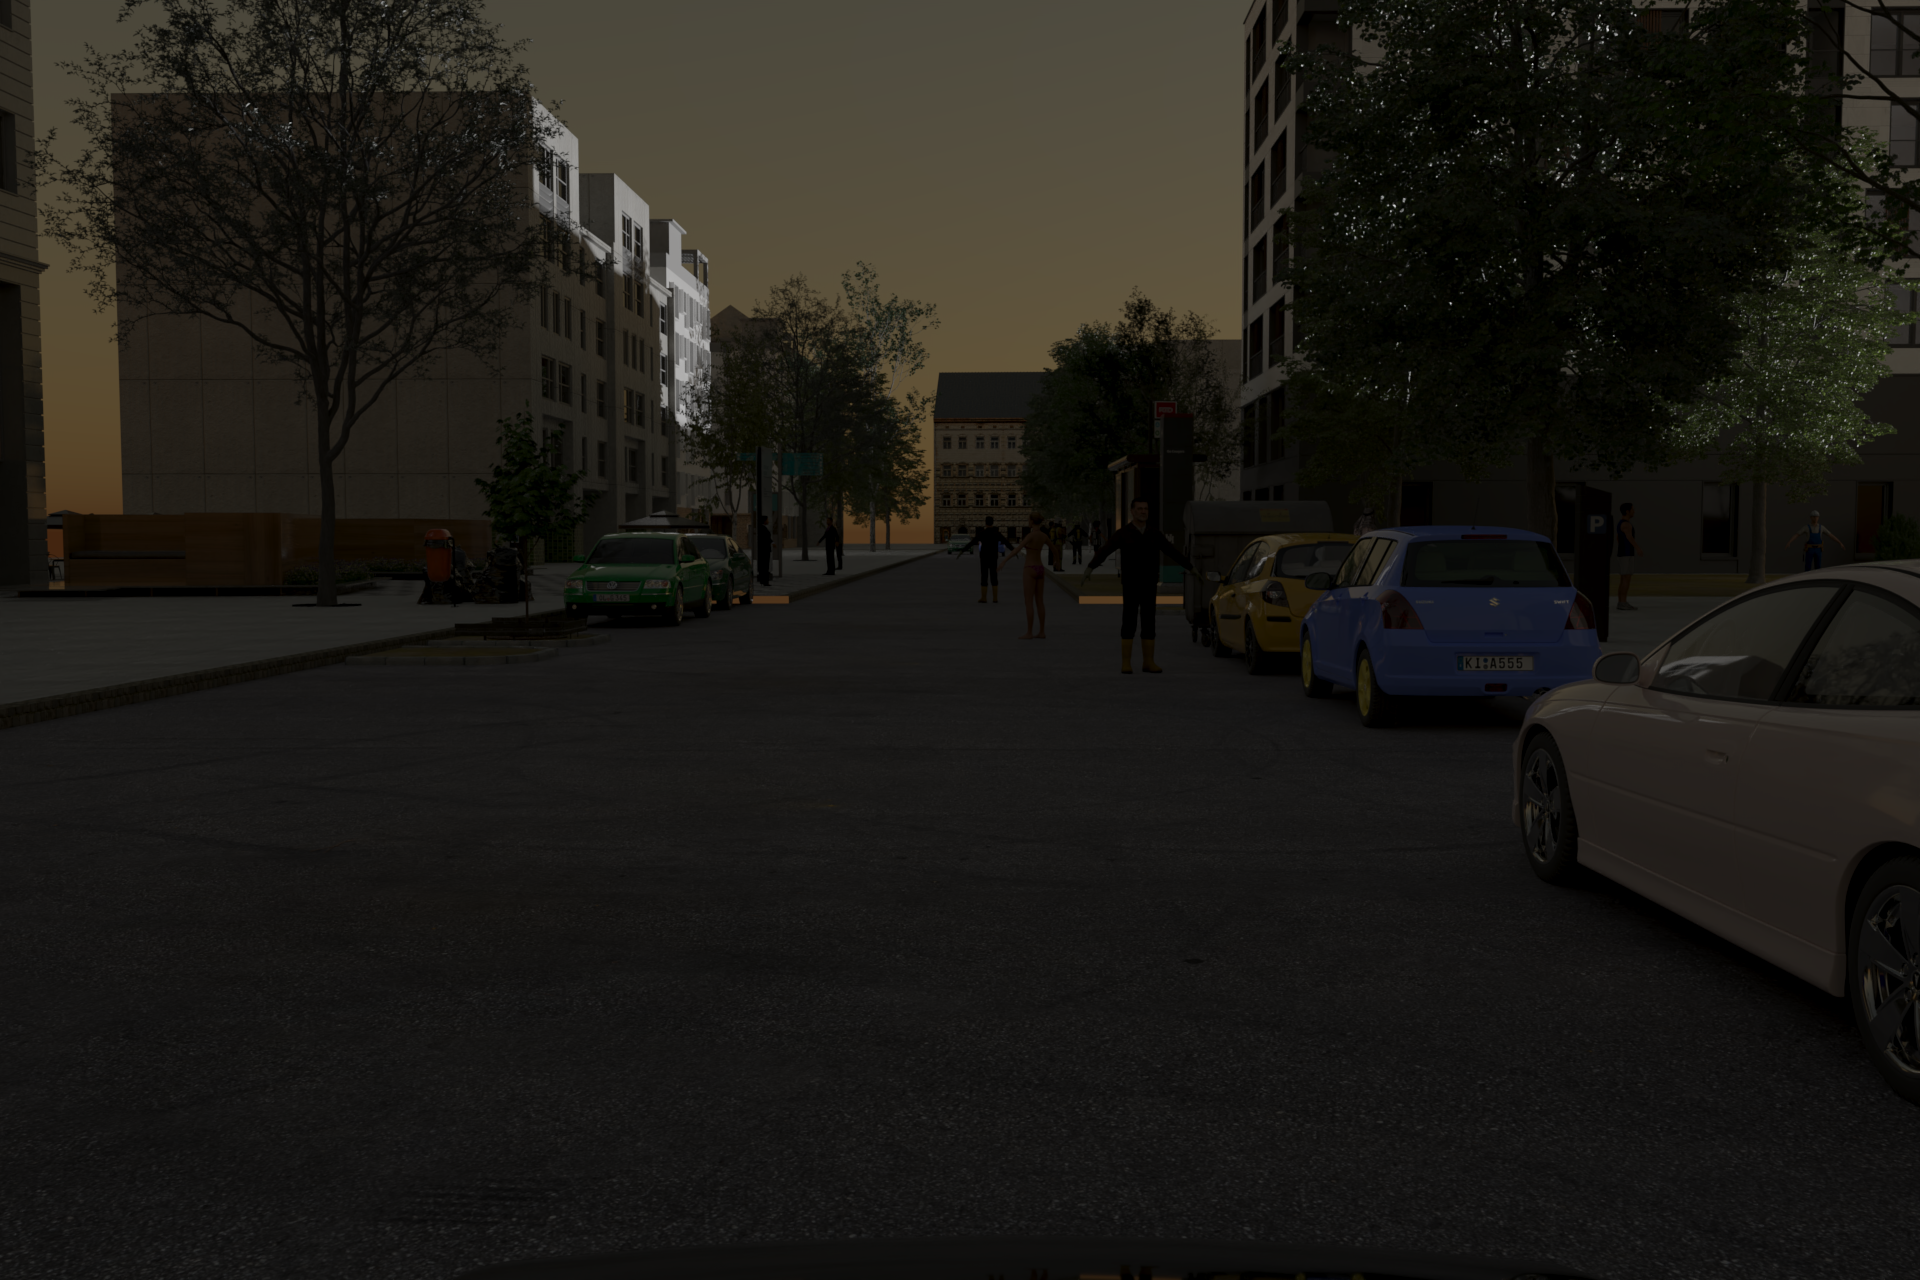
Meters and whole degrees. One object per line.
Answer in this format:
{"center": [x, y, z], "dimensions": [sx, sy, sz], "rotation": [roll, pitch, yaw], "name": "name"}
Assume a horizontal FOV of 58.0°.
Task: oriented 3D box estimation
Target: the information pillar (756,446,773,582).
{"center": [-5.330, -3.419, 47.212], "dimensions": [0.184, 3.620, 1.656], "rotation": [0, 4, 3], "name": "information pillar"}

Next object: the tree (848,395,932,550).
{"center": [-6.321, -13.697, 142.070], "dimensions": [7.486, 12.596, 7.792], "rotation": [0, 3, 0], "name": "tree"}

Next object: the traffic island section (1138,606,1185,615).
{"center": [4.206, -0.528, 31.505], "dimensions": [1.991, 0.108, 1.994], "rotation": [0, 4, 2], "name": "traffic island section"}

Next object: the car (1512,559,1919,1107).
{"center": [3.300, 0.410, 5.660], "dimensions": [2.083, 1.381, 4.827], "rotation": [0, 4, 0], "name": "car"}

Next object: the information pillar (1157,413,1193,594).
{"center": [4.674, -2.941, 37.465], "dimensions": [0.750, 3.857, 0.750], "rotation": [0, 3, 0], "name": "information pillar"}

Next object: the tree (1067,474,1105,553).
{"center": [8.810, -10.215, 117.374], "dimensions": [4.737, 8.622, 4.395], "rotation": [0, 3, 0], "name": "tree"}

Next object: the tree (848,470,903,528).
{"center": [-11.046, -19.018, 229.065], "dimensions": [7.486, 12.596, 7.792], "rotation": [0, 3, 0], "name": "tree"}

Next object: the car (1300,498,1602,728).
{"center": [3.846, -0.275, 14.091], "dimensions": [1.945, 1.707, 3.694], "rotation": [0, 4, 1], "name": "car"}

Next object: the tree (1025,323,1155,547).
{"center": [8.566, -12.044, 103.569], "dimensions": [9.857, 13.997, 8.962], "rotation": [0, 3, 0], "name": "tree"}

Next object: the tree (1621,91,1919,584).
{"center": [20.807, -7.763, 45.050], "dimensions": [7.486, 12.596, 7.792], "rotation": [0, 3, 0], "name": "tree"}

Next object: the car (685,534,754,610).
{"center": [-5.192, -1.364, 34.103], "dimensions": [2.131, 1.459, 4.920], "rotation": [0, 4, 1], "name": "car"}

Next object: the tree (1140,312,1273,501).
{"center": [7.674, -6.584, 58.008], "dimensions": [4.360, 8.622, 3.978], "rotation": [0, 3, 0], "name": "tree"}

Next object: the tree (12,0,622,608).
{"center": [-11.066, -7.334, 30.284], "dimensions": [12.009, 13.543, 11.850], "rotation": [0, 3, 0], "name": "tree"}

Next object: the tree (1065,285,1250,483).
{"center": [7.411, -8.012, 65.405], "dimensions": [7.601, 10.594, 8.767], "rotation": [1, 4, 10], "name": "tree"}

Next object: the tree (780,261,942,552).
{"center": [-7.274, -16.337, 122.992], "dimensions": [12.611, 20.169, 13.585], "rotation": [0, 3, 0], "name": "tree"}

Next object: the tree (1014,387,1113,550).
{"center": [8.902, -14.400, 142.099], "dimensions": [9.857, 13.997, 8.962], "rotation": [0, 3, 0], "name": "tree"}

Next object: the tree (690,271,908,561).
{"center": [-7.480, -10.489, 81.868], "dimensions": [12.009, 13.543, 11.850], "rotation": [0, 3, 0], "name": "tree"}

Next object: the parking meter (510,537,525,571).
{"center": [-9.096, -1.663, 35.607], "dimensions": [0.372, 1.533, 0.369], "rotation": [0, 3, 0], "name": "parking meter"}

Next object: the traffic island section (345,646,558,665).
{"center": [-5.720, 0.182, 19.886], "dimensions": [1.991, 0.108, 1.994], "rotation": [0, 4, 1], "name": "traffic island section"}

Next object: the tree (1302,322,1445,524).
{"center": [12.226, -6.145, 50.828], "dimensions": [4.737, 8.622, 4.395], "rotation": [0, 3, 0], "name": "tree"}

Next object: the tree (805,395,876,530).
{"center": [-6.796, -8.699, 92.597], "dimensions": [4.737, 8.622, 4.395], "rotation": [0, 3, 0], "name": "tree"}

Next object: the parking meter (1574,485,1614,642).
{"center": [7.533, -0.911, 20.600], "dimensions": [0.399, 1.863, 0.255], "rotation": [0, 4, 1], "name": "parking meter"}

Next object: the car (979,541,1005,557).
{"center": [2.079, -6.242, 111.655], "dimensions": [1.945, 1.707, 3.694], "rotation": [0, 4, 1], "name": "car"}

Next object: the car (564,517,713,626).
{"center": [-5.203, -1.195, 28.336], "dimensions": [1.959, 1.807, 4.718], "rotation": [0, 4, 1], "name": "car"}

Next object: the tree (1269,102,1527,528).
{"center": [11.551, -7.716, 44.284], "dimensions": [7.486, 12.596, 7.792], "rotation": [0, 3, 0], "name": "tree"}

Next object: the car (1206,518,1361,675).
{"center": [3.782, -0.537, 19.004], "dimensions": [2.015, 1.641, 3.980], "rotation": [0, 4, 0], "name": "car"}

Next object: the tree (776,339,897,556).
{"center": [-7.153, -11.177, 100.872], "dimensions": [7.486, 12.596, 7.792], "rotation": [0, 3, 0], "name": "tree"}

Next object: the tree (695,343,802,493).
{"center": [-7.814, -7.077, 66.072], "dimensions": [4.737, 8.622, 4.395], "rotation": [0, 3, 0], "name": "tree"}

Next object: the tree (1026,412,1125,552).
{"center": [8.803, -11.759, 126.666], "dimensions": [8.767, 10.594, 7.601], "rotation": [-2, 4, -26], "name": "tree"}

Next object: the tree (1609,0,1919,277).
{"center": [9.402, -5.449, 14.843], "dimensions": [9.928, 11.665, 9.643], "rotation": [0, 3, 0], "name": "tree"}

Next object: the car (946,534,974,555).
{"center": [0.053, -6.780, 122.647], "dimensions": [2.131, 1.459, 4.920], "rotation": [0, 4, 1], "name": "car"}

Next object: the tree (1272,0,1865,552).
{"center": [10.005, -7.508, 29.411], "dimensions": [9.857, 13.997, 8.962], "rotation": [0, 3, 0], "name": "tree"}

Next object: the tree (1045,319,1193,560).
{"center": [7.753, -9.732, 84.880], "dimensions": [9.928, 11.665, 9.643], "rotation": [0, 3, 0], "name": "tree"}

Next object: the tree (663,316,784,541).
{"center": [-7.783, -6.637, 58.883], "dimensions": [4.737, 8.622, 4.395], "rotation": [0, 3, 0], "name": "tree"}
